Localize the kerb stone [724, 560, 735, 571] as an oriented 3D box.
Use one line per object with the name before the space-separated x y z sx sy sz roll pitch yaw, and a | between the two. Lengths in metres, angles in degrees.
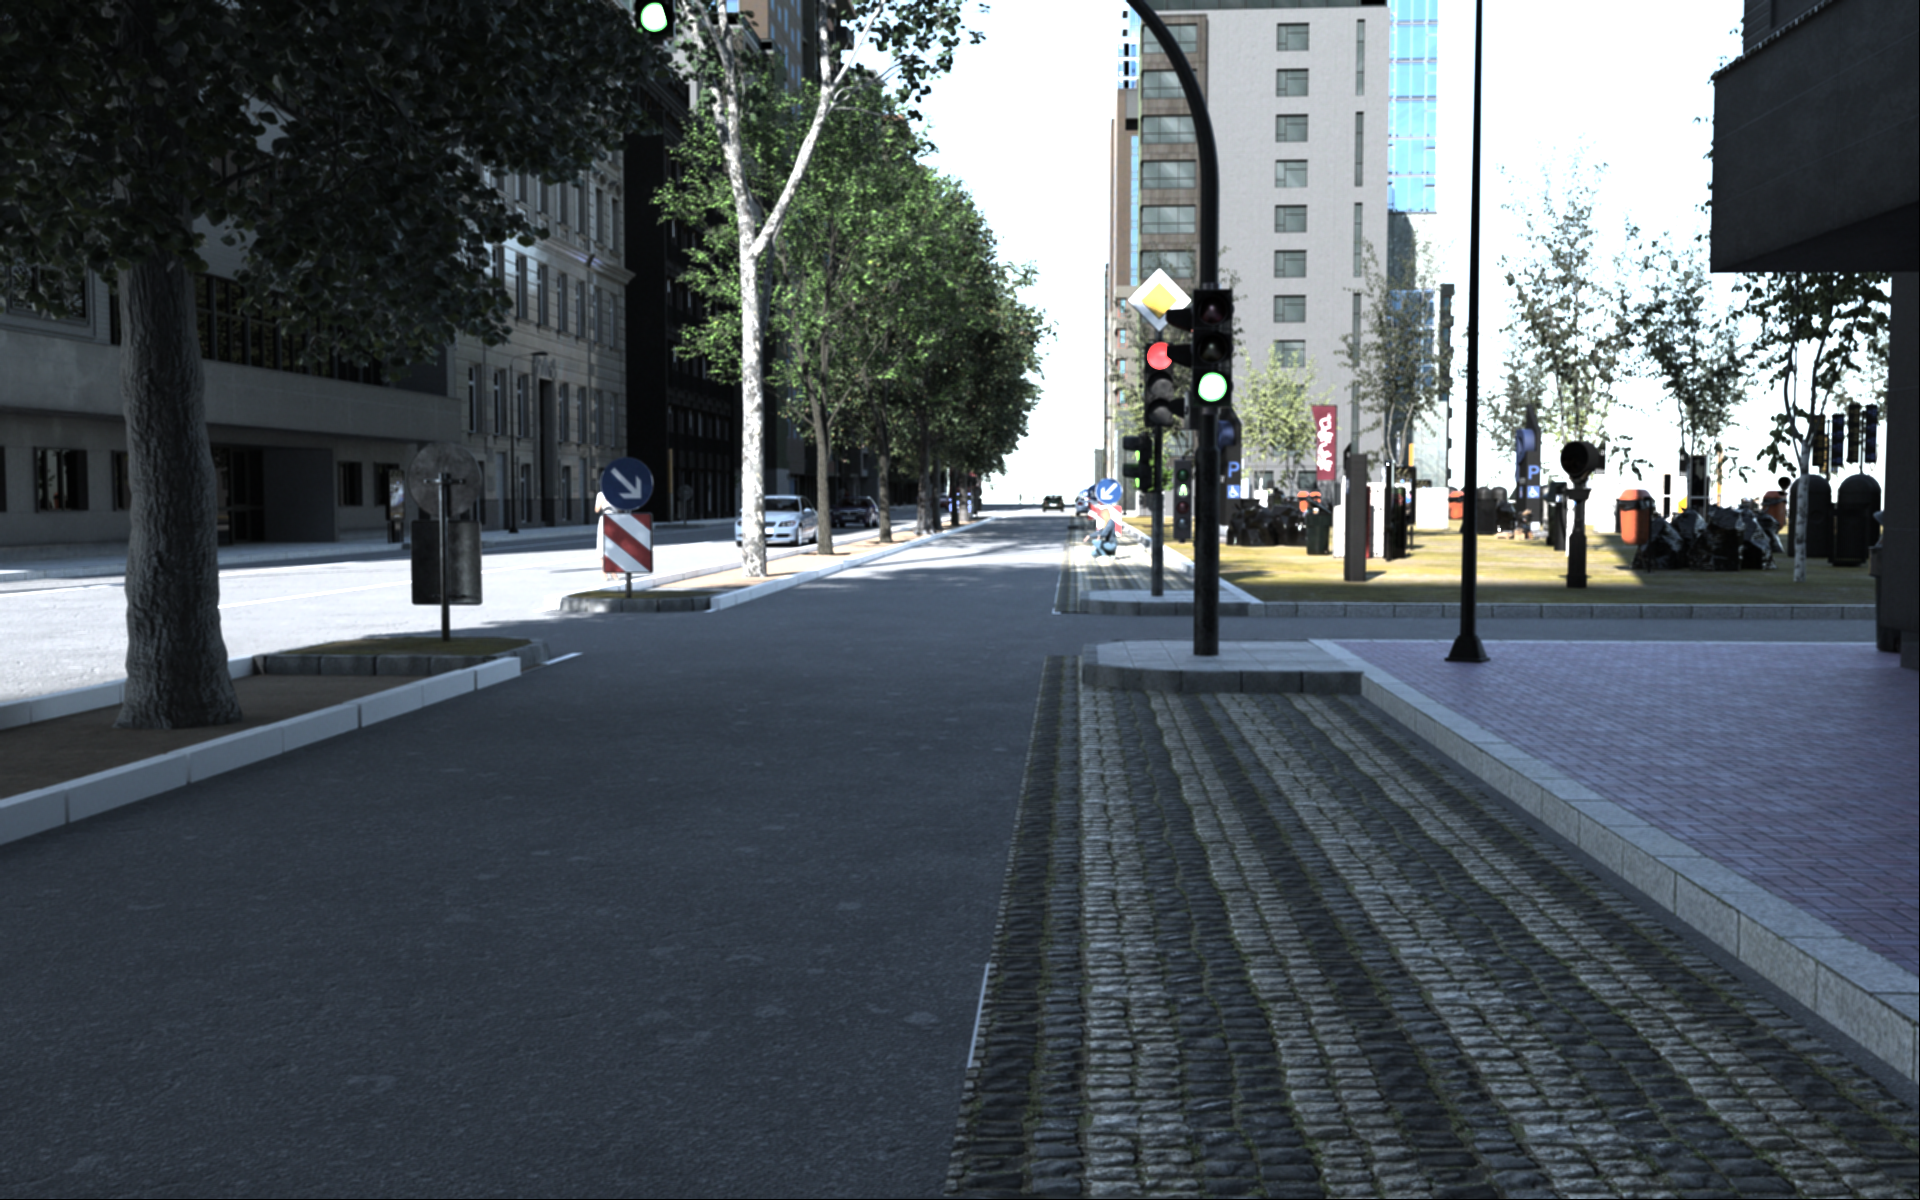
kerb stone | -4.408 -0.621 32.344 0.120 0.150 1.000 0 4 4

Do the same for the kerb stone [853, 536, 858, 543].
kerb stone | -3.186 -1.744 50.757 0.120 0.150 1.000 0 4 4

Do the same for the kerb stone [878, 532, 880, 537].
kerb stone | -2.781 -2.122 56.885 0.120 0.150 1.000 0 4 4

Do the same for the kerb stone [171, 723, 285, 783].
kerb stone | -3.841 0.802 9.089 0.120 0.150 1.000 0 4 4

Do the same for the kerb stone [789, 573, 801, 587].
kerb stone | -2.660 -0.296 27.030 0.120 0.150 1.000 0 4 4

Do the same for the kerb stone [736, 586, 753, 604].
kerb stone | -2.925 -0.045 22.938 0.120 0.150 1.000 0 4 4

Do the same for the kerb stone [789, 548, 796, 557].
kerb stone | -3.933 -1.058 39.494 0.120 0.150 1.000 0 4 4

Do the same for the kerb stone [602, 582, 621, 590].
kerb stone | -4.956 -0.121 24.174 0.120 0.150 1.000 0 4 4

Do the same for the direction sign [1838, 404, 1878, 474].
direction sign | 22.721 -3.160 43.668 0.876 3.537 0.379 -1 4 -16

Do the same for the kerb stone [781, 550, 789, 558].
kerb stone | -3.998 -0.987 38.471 0.120 0.150 1.000 0 4 4

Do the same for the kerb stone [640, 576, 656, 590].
kerb stone | -4.813 -0.246 26.214 0.120 0.150 1.000 0 4 4

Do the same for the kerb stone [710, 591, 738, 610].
kerb stone | -2.994 0.017 21.910 0.120 0.150 1.000 0 4 4

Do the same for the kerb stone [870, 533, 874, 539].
kerb stone | -2.920 -1.994 54.846 0.120 0.150 1.000 0 4 4

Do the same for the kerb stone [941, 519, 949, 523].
kerb stone | -0.763 -3.996 87.522 0.120 0.150 1.000 0 4 4

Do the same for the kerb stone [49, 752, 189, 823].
kerb stone | -3.909 0.867 8.049 0.120 0.150 1.000 0 4 4

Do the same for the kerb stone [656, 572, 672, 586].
kerb stone | -4.743 -0.305 27.237 0.120 0.150 1.000 0 4 4

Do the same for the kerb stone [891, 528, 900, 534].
kerb stone | -2.381 -2.496 63.013 0.120 0.150 1.000 0 4 4

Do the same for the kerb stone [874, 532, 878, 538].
kerb stone | -2.857 -2.059 55.866 0.120 0.150 1.000 0 4 4

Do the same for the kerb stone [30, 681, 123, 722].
kerb stone | -5.803 0.673 11.276 0.120 0.150 1.000 0 4 4

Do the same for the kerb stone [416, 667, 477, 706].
kerb stone | -3.643 0.613 12.168 0.120 0.150 1.000 0 4 4

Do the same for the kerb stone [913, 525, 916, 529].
kerb stone | -1.977 -2.871 69.138 0.120 0.150 1.000 0 4 4

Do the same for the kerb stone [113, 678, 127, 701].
kerb stone | -5.740 0.605 12.296 0.120 0.150 1.000 0 4 4

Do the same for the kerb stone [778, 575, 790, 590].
kerb stone | -2.726 -0.233 26.005 0.120 0.150 1.000 0 4 4

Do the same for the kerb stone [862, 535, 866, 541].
kerb stone | -3.052 -1.872 52.797 0.120 0.150 1.000 0 4 4

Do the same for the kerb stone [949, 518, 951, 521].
kerb stone | -0.702 -4.057 88.545 0.120 0.150 1.000 0 4 4

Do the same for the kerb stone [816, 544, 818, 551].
kerb stone | -3.664 -1.308 43.589 0.120 0.150 1.000 0 4 4

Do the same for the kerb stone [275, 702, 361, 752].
kerb stone | -3.781 0.746 10.117 0.120 0.150 1.000 0 4 4

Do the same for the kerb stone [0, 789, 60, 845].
kerb stone | -3.980 0.928 7.029 0.120 0.150 1.000 0 4 4

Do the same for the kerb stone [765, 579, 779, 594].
kerb stone | -2.794 -0.171 24.985 0.120 0.150 1.000 0 4 4

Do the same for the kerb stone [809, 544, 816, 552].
kerb stone | -3.733 -1.246 42.563 0.120 0.150 1.000 0 4 4

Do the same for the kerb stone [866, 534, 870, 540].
kerb stone | -2.985 -1.934 53.823 0.120 0.150 1.000 0 4 4

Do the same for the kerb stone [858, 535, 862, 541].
kerb stone | -3.125 -1.809 51.778 0.120 0.150 1.000 0 4 4

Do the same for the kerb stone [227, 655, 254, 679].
kerb stone | -5.659 0.543 13.315 0.120 0.150 1.000 0 4 4

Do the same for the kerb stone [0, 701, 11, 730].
kerb stone | -5.865 0.730 10.255 0.120 0.150 1.000 0 4 4

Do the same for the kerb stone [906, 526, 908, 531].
kerb stone | -2.179 -2.684 66.072 0.120 0.150 1.000 0 4 4

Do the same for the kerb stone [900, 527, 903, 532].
kerb stone | -2.315 -2.558 64.033 0.120 0.150 1.000 0 4 4

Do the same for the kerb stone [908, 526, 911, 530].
kerb stone | -2.108 -2.746 67.092 0.120 0.150 1.000 0 4 4

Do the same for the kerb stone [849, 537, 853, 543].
kerb stone | -3.259 -1.684 49.733 0.120 0.150 1.000 0 4 4

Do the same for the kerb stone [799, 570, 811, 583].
kerb stone | -2.588 -0.358 28.050 0.120 0.150 1.000 0 4 4

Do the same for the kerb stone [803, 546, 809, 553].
kerb stone | -3.809 -1.180 41.544 0.120 0.150 1.000 0 4 4

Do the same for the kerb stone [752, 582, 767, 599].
kerb stone | -2.857 -0.108 23.958 0.120 0.150 1.000 0 4 4

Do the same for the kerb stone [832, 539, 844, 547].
kerb stone | -3.394 -1.559 47.690 0.120 0.150 1.000 0 4 4

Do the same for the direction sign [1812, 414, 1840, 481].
direction sign | 24.532 -3.487 49.004 0.379 3.537 0.876 -3 4 -38

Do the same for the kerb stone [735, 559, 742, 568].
kerb stone | -4.343 -0.680 33.364 0.120 0.150 1.000 0 4 4

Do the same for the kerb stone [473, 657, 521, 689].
kerb stone | -3.565 0.558 13.188 0.120 0.150 1.000 0 4 4

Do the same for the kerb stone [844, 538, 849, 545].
kerb stone | -3.322 -1.622 48.712 0.120 0.150 1.000 0 4 4

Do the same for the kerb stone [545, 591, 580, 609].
kerb stone | -5.088 0.004 22.134 0.120 0.150 1.000 0 4 4

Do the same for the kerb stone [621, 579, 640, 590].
kerb stone | -4.877 -0.183 25.193 0.120 0.150 1.000 0 4 4

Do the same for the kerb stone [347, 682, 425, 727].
kerb stone | -3.703 0.676 11.138 0.120 0.150 1.000 0 4 4

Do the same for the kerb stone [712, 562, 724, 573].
kerb stone | -4.477 -0.555 31.321 0.120 0.150 1.000 0 4 4

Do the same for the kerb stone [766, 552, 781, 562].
kerb stone | -4.071 -0.928 37.447 0.120 0.150 1.000 0 4 4

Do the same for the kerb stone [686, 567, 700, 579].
kerb stone | -4.610 -0.433 29.281 0.120 0.150 1.000 0 4 4

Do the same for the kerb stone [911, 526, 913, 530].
kerb stone | -2.046 -2.808 68.112 0.120 0.150 1.000 0 4 4

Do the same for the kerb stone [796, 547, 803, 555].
kerb stone | -3.873 -1.121 40.524 0.120 0.150 1.000 0 4 4

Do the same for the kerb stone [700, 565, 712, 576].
kerb stone | -4.544 -0.496 30.301 0.120 0.150 1.000 0 4 4

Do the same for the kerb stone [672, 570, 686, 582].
kerb stone | -4.684 -0.368 28.258 0.120 0.150 1.000 0 4 4

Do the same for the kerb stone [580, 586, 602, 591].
kerb stone | -5.011 -0.053 23.154 0.120 0.150 1.000 0 4 4

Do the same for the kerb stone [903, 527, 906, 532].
kerb stone | -2.241 -2.620 65.052 0.120 0.150 1.000 0 4 4
